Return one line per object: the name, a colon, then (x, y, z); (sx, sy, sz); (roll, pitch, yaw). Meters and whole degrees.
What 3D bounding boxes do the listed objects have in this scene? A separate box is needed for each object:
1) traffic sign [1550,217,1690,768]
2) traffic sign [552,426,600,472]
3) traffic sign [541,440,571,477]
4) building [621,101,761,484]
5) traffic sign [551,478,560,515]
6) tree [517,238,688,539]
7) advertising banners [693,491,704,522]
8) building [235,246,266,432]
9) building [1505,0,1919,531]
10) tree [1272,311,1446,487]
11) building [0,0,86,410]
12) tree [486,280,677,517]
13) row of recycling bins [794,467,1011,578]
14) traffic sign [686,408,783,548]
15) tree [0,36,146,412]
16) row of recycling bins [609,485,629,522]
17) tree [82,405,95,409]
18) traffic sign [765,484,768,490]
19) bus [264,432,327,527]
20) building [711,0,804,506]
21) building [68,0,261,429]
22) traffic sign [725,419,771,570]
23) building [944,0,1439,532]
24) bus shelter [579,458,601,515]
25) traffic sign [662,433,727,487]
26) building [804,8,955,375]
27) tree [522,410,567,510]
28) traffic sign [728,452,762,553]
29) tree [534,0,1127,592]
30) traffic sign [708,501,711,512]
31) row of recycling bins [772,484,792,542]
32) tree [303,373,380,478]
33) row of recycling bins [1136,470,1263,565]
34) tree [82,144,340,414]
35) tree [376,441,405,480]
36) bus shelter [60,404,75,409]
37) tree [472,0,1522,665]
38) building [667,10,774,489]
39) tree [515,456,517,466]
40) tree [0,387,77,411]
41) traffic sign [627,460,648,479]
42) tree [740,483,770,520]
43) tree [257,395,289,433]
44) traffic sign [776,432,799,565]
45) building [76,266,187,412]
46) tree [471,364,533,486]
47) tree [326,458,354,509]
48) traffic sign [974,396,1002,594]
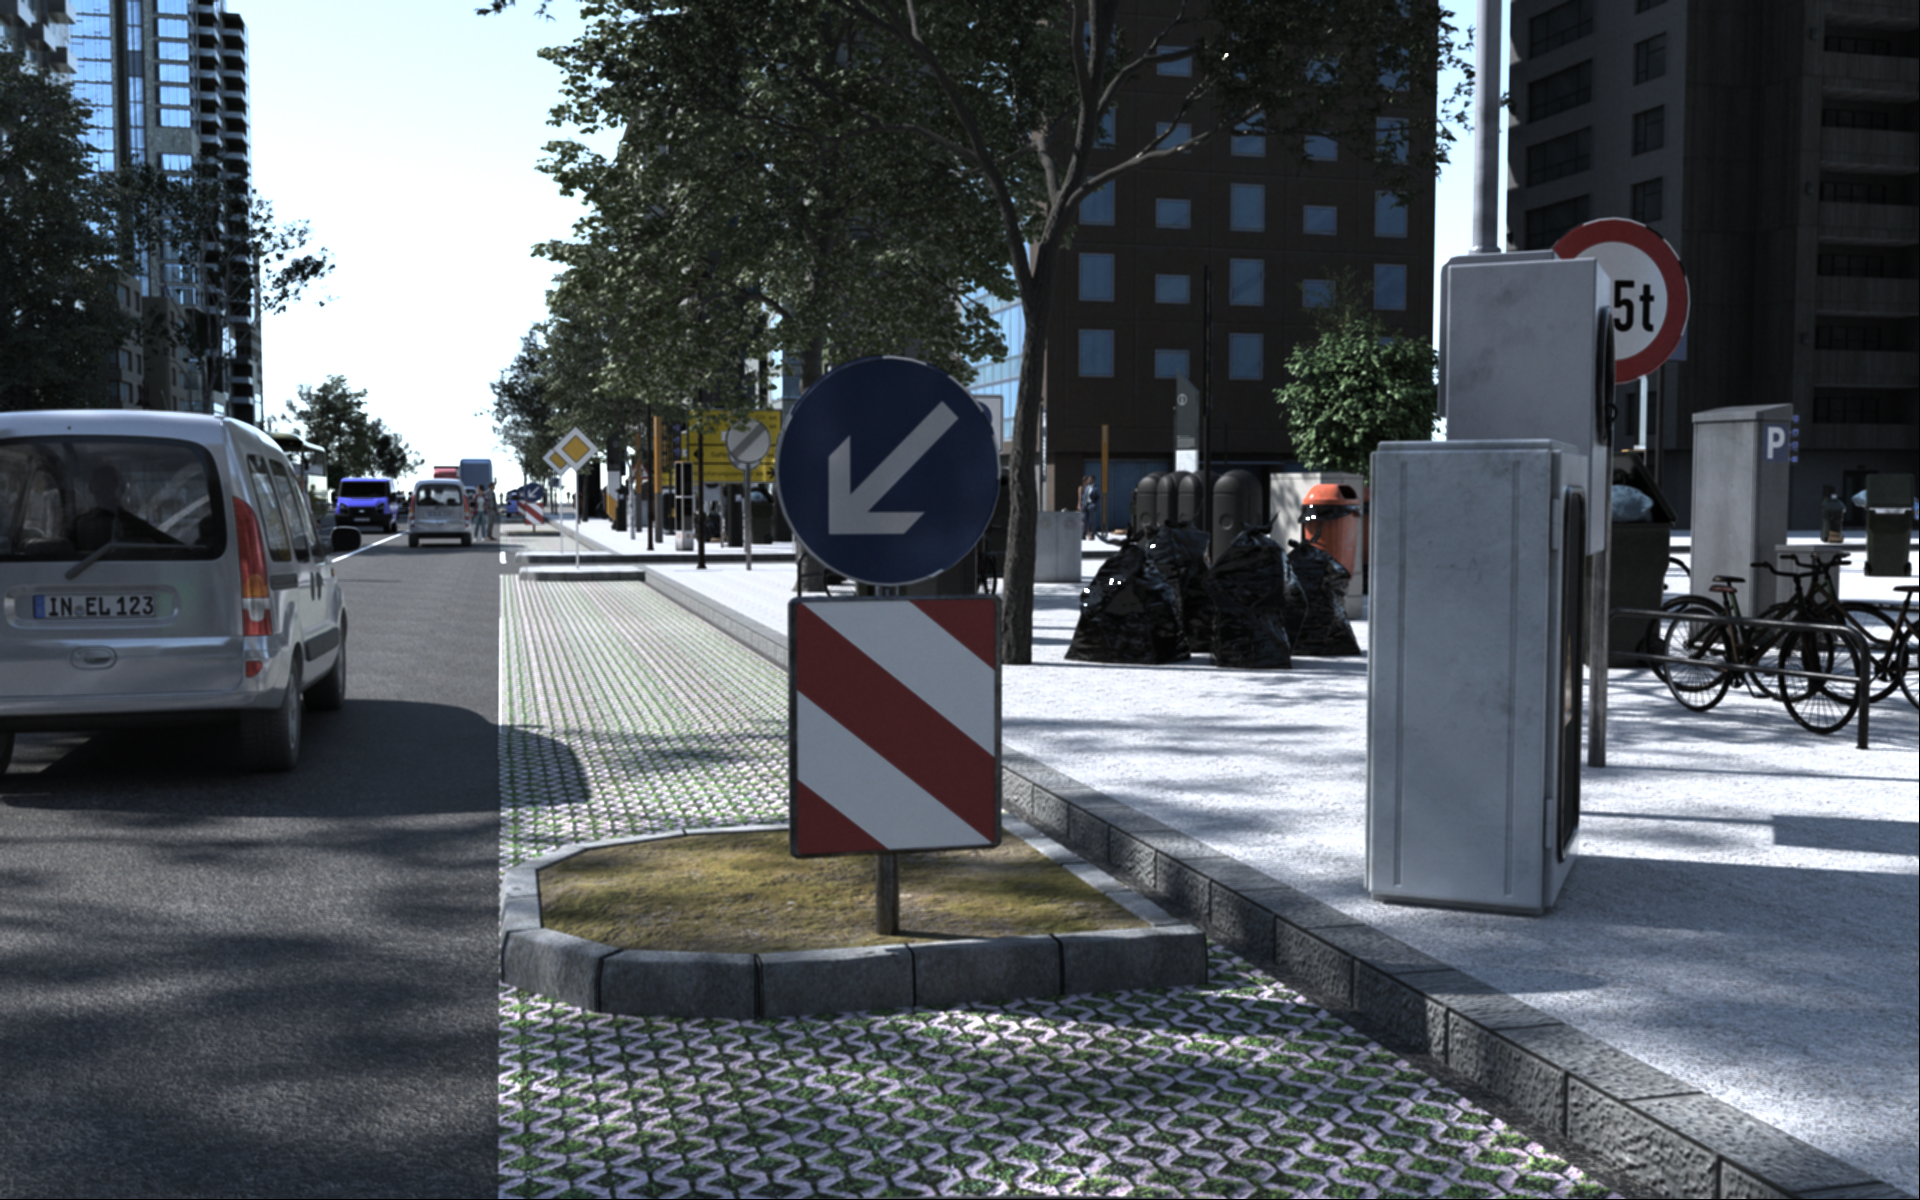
traffic sign: (2.999, -0.488, 8.081); (0.768, 2.556, 0.104); (-1, 4, -8)
traffic sign: (-6.522, -1.674, 29.563); (0.795, 2.593, 0.064); (-1, 4, -15)
traffic sign: (-8.569, -2.146, 37.282); (0.795, 2.593, 0.064); (-1, 4, -15)
building: (-29.251, -39.202, 230.198); (28.713, 52.752, 27.495); (-1, 4, -15)
traffic sign: (-25.160, -6.463, 107.795); (0.606, 2.300, 0.079); (-1, 4, -11)
tree: (-9.339, -6.001, 48.472); (4.360, 8.622, 3.978); (0, 3, 0)
advertising banners: (-11.735, -4.827, 75.105); (0.090, 3.025, 2.074); (-3, 5, -44)
building: (-108.003, -33.133, 233.608); (32.217, 40.220, 23.993); (-1, 4, -15)
building: (30.679, -17.984, 65.740); (14.107, 30.474, 14.160); (-1, 4, -15)
tree: (7.227, -2.903, 31.170); (4.285, 4.588, 4.351); (0, 3, 0)
building: (-72.003, -30.248, 114.161); (23.786, 49.044, 30.456); (-1, 4, -15)
tree: (-21.007, -11.366, 96.204); (12.009, 13.543, 11.850); (0, 3, 0)
row of recycling bins: (-0.711, -1.228, 27.187); (3.534, 1.692, 1.069); (1, 4, 14)
traffic sign: (-5.347, -2.894, 41.188); (2.265, 3.308, 0.079); (-1, 4, -12)
tree: (-27.351, -8.601, 47.276); (9.857, 13.997, 8.962); (0, 3, 0)
row of recycling bins: (-15.723, -4.467, 80.143); (1.069, 1.692, 3.534); (-1, 4, -13)
tree: (-30.853, -4.761, 61.557); (4.285, 4.588, 4.351); (0, 3, 0)
traffic sign: (-5.935, -3.241, 53.096); (0.768, 2.556, 0.104); (-1, 4, -8)
bus: (-28.059, -4.913, 71.880); (2.896, 3.916, 12.252); (-1, 4, -16)
building: (-7.825, -50.541, 139.018); (22.319, 86.520, 31.000); (-1, 4, -15)
building: (-96.171, -54.695, 206.930); (22.319, 86.520, 31.000); (-1, 4, -15)
traffic sign: (-3.551, -1.770, 29.052); (0.768, 2.556, 0.104); (-1, 4, -13)
building: (7.957, -25.348, 64.555); (14.200, 45.320, 14.600); (-1, 4, -15)
bus shelter: (-23.315, -7.132, 107.897); (1.731, 3.624, 6.357); (-1, 4, -15)
traffic sign: (-8.933, -3.911, 57.826); (2.265, 3.308, 0.079); (0, 4, -6)
building: (-1.230, -24.865, 90.131); (14.154, 41.232, 14.086); (-1, 4, -15)
tree: (-33.466, -11.670, 141.168); (4.737, 8.622, 4.395); (0, 3, 0)
traffic sign: (-4.691, -2.313, 37.930); (0.768, 2.556, 0.104); (-1, 4, -11)
tree: (-1.544, -6.387, 22.552); (7.486, 12.596, 7.792); (0, 3, 0)
traffic sign: (-8.984, -3.790, 62.079); (0.768, 2.556, 0.104); (-1, 4, -14)
row of recycling bins: (-4.356, -2.504, 48.051); (1.069, 1.692, 3.534); (1, 4, 15)
tree: (-58.478, -14.966, 162.814); (7.486, 12.596, 7.792); (0, 3, 0)
row of recycling bins: (4.152, -1.432, 30.530); (1.069, 1.692, 3.534); (-1, 4, -22)
tree: (-39.034, -14.451, 92.168); (12.611, 20.169, 13.585); (0, 3, 0)
tree: (-75.410, -17.046, 229.062); (4.737, 8.622, 4.395); (0, 3, 0)
bus shelter: (-39.712, -6.227, 79.437); (2.179, 5.291, 8.768); (-1, 4, -15)
tree: (0.447, -4.774, 12.463); (8.767, 10.594, 7.601); (-1, 4, -11)
building: (-16.151, -33.139, 165.523); (21.300, 48.544, 21.600); (-1, 4, -15)
tree: (-49.868, -15.368, 201.621); (4.360, 8.622, 3.978); (0, 3, 0)
tree: (-49.855, -8.772, 93.791); (4.360, 8.622, 3.978); (0, 3, 0)
traffic sign: (-11.321, -3.745, 61.228); (0.884, 2.594, 0.081); (-1, 4, -12)
tree: (-10.256, -5.583, 85.880); (1.663, 3.219, 1.824); (0, 3, 0)
tree: (-51.743, -12.398, 137.123); (8.767, 10.594, 7.601); (-1, 4, -12)
traffic sign: (-2.943, -1.914, 31.394); (0.768, 2.556, 0.104); (0, 4, -5)
building: (-81.378, -18.240, 143.256); (27.650, 21.520, 28.899); (-1, 4, -15)
tree: (-64.623, -24.324, 253.586); (12.611, 20.169, 13.585); (0, 3, 0)
tree: (-54.834, -10.270, 151.625); (4.285, 4.588, 4.351); (0, 3, 0)
traffic sign: (0.144, -0.961, 17.836); (0.606, 2.300, 0.079); (-1, 4, -11)
